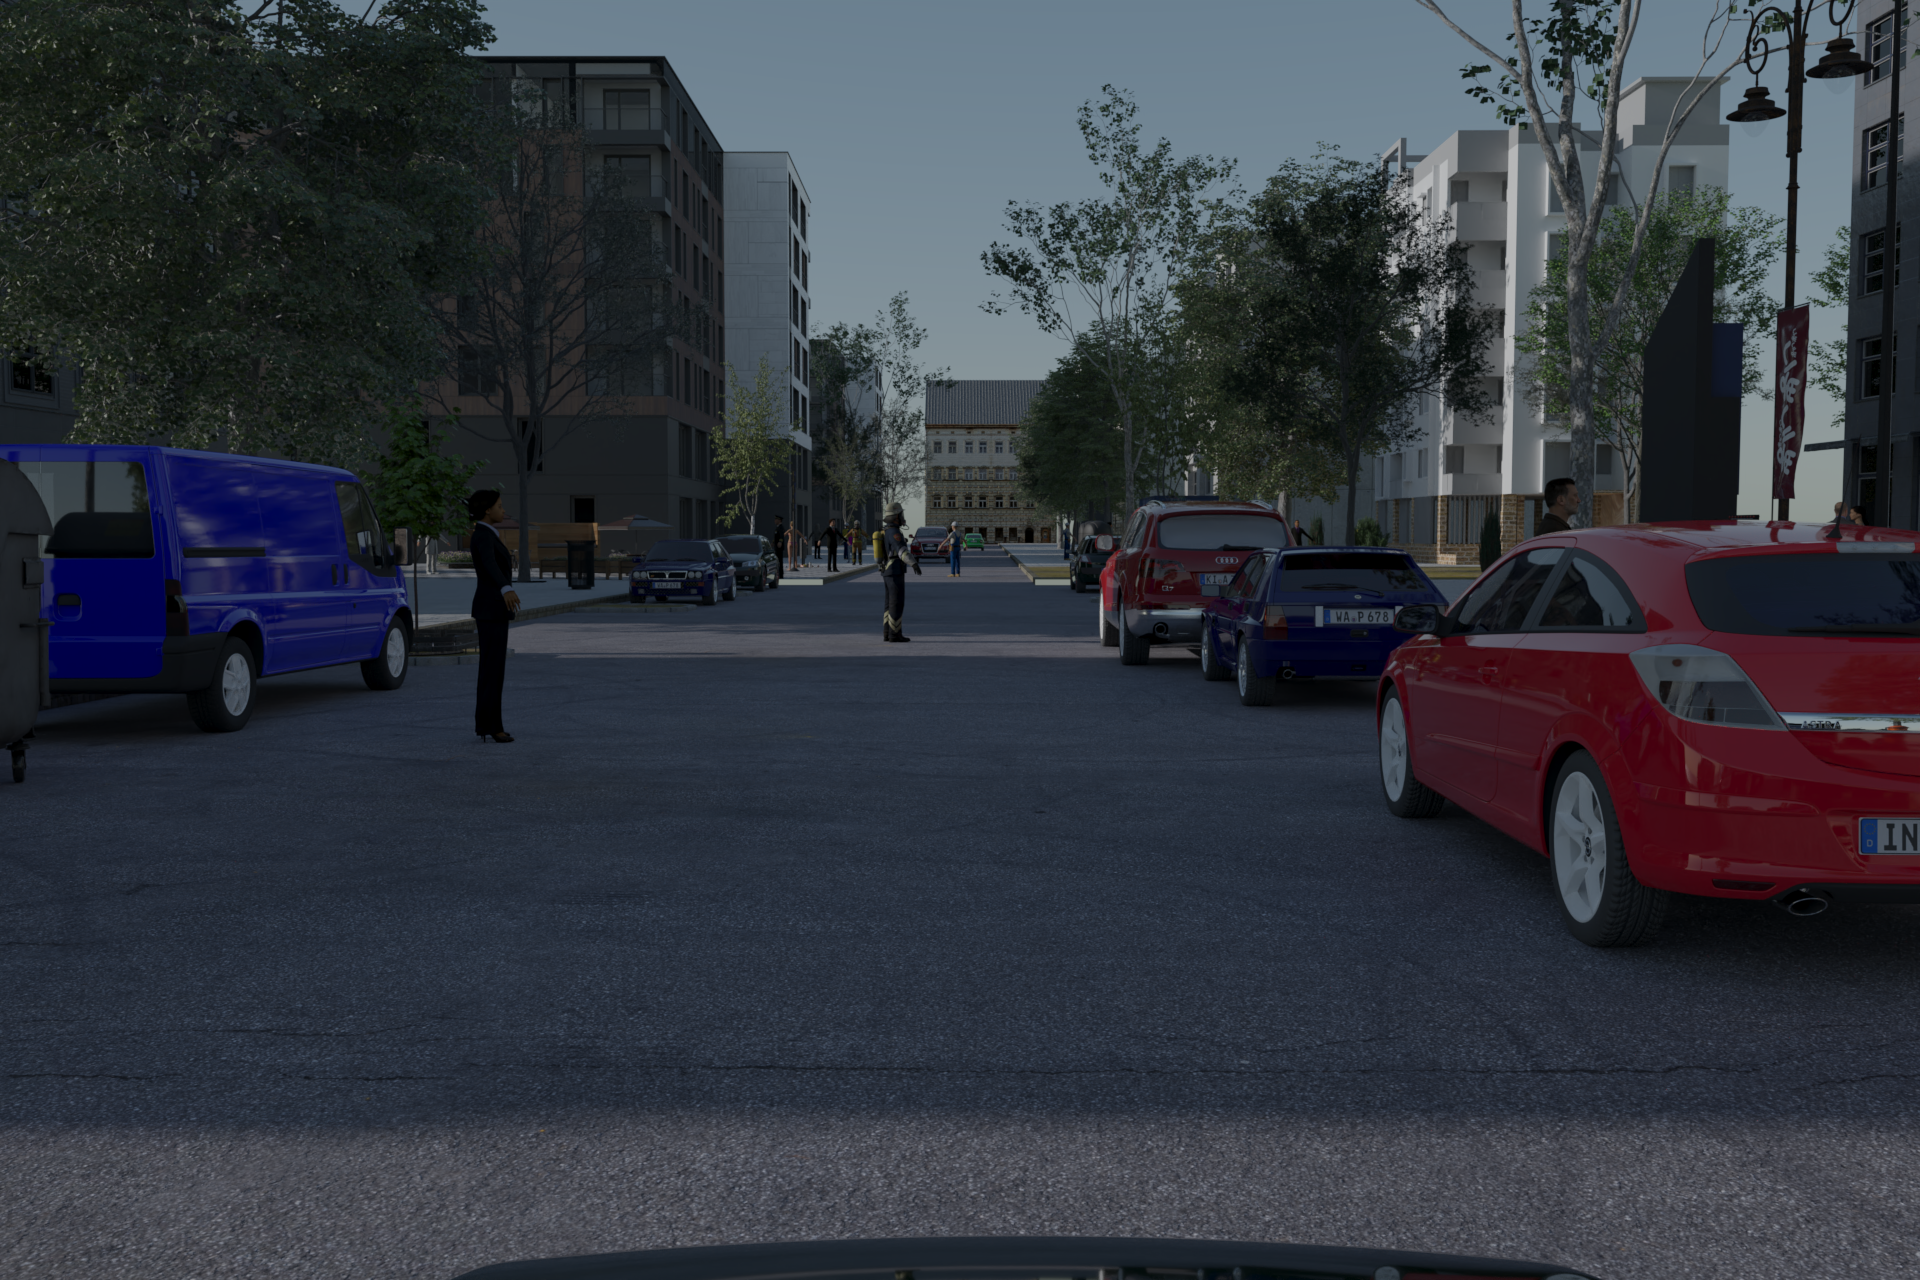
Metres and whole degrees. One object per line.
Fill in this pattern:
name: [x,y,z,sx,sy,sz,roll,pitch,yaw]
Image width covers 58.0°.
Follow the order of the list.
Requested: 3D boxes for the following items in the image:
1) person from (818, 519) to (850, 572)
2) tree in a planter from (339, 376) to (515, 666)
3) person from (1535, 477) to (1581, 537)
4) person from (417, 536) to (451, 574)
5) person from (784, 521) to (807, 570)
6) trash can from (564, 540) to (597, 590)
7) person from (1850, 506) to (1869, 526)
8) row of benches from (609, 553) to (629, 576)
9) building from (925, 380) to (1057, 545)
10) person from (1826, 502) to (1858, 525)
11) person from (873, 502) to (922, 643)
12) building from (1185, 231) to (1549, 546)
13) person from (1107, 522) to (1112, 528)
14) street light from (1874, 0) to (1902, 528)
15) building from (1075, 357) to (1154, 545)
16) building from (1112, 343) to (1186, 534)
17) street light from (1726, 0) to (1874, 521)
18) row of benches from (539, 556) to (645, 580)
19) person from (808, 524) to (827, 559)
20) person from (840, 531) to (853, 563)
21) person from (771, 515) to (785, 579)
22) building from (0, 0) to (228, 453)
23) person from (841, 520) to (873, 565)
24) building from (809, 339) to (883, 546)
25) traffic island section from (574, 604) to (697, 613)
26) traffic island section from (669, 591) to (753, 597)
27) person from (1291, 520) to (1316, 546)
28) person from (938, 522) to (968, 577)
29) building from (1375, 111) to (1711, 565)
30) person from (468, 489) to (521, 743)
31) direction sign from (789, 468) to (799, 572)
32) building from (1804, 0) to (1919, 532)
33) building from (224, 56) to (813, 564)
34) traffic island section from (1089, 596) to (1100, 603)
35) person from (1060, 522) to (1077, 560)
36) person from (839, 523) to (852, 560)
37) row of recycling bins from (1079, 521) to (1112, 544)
person: [-4.298,-3.203,58.562,1.347,1.806,0.705,-3,5,-42]
tree in a planter: [-6.219,-1.376,19.724,1.991,3.239,1.994,0,4,2]
person: [4.068,-0.190,11.693,0.704,1.812,1.346,1,4,14]
person: [-16.775,-2.990,55.066,0.705,1.806,1.347,2,4,29]
person: [-5.961,-3.338,61.387,1.217,1.733,0.721,-2,4,-28]
trash can: [-8.768,-1.738,40.072,0.748,1.137,0.748,0,3,0]
person: [14.199,-1.274,27.633,0.721,1.737,1.217,1,4,21]
row of benches: [-10.771,-2.391,54.563,1.422,0.672,4.104,-1,4,-11]
building: [4.256,-25.191,245.265,18.063,23.208,19.493,0,3,0]
person: [12.963,-1.158,25.530,0.434,1.755,0.990,-3,4,-39]
person: [-0.847,-0.902,22.984,0.705,1.856,1.354,-1,4,-22]
building: [24.524,-14.875,109.656,16.747,18.905,31.486,0,4,1]
person: [6.612,-4.290,76.286,0.704,1.843,1.345,0,4,2]
street light: [7.155,-2.433,12.321,1.470,5.913,1.316,0,4,1]
building: [28.133,-22.765,216.179,27.936,21.610,32.646,0,4,1]
building: [25.808,-21.343,179.882,19.493,23.208,18.063,0,4,1]
street light: [6.707,-2.522,14.015,0.468,5.910,1.993,0,4,1]
row of benches: [-10.107,-2.048,48.952,4.104,0.672,1.422,2,4,28]
person: [-7.288,-5.058,88.827,1.348,1.813,0.705,2,4,34]
person: [-4.882,-4.146,77.059,0.991,1.433,0.599,-2,4,-27]
person: [-5.202,-2.668,49.563,0.705,1.837,1.347,-1,4,-15]
building: [-28.189,-15.015,39.007,14.314,27.812,24.014,0,4,0]
person: [-4.257,-4.035,71.736,1.354,1.858,0.705,0,4,-1]
building: [-23.821,-21.660,198.108,27.936,21.610,32.646,0,4,1]
traffic island section: [-6.012,-0.590,32.506,1.991,0.108,1.994,0,4,2]
traffic island section: [-5.887,-1.070,40.365,1.991,0.108,1.994,0,4,2]
person: [12.396,-3.514,63.672,1.346,1.802,0.704,0,4,-5]
person: [-0.179,-3.033,57.910,0.705,1.847,1.347,3,5,45]
building: [25.621,-13.921,84.027,16.016,20.090,11.380,0,4,1]
person: [-3.172,-0.173,12.004,0.721,1.740,1.216,-1,4,-20]
direction sign: [-5.694,-4.121,59.374,0.379,3.537,0.876,0,4,1]
building: [25.977,-12.954,30.219,11.959,24.771,22.079,0,4,1]
building: [-23.117,-15.091,90.705,27.936,21.610,32.646,0,3,0]
traffic island section: [3.753,-0.843,36.649,1.991,0.108,1.994,0,4,1]
person: [5.241,-4.801,84.359,0.705,1.847,1.347,-2,4,-32]
person: [-5.687,-4.982,87.424,1.349,1.833,0.705,3,5,44]
row of recycling bins: [4.242,-2.930,55.018,1.069,1.692,3.534,0,4,1]
